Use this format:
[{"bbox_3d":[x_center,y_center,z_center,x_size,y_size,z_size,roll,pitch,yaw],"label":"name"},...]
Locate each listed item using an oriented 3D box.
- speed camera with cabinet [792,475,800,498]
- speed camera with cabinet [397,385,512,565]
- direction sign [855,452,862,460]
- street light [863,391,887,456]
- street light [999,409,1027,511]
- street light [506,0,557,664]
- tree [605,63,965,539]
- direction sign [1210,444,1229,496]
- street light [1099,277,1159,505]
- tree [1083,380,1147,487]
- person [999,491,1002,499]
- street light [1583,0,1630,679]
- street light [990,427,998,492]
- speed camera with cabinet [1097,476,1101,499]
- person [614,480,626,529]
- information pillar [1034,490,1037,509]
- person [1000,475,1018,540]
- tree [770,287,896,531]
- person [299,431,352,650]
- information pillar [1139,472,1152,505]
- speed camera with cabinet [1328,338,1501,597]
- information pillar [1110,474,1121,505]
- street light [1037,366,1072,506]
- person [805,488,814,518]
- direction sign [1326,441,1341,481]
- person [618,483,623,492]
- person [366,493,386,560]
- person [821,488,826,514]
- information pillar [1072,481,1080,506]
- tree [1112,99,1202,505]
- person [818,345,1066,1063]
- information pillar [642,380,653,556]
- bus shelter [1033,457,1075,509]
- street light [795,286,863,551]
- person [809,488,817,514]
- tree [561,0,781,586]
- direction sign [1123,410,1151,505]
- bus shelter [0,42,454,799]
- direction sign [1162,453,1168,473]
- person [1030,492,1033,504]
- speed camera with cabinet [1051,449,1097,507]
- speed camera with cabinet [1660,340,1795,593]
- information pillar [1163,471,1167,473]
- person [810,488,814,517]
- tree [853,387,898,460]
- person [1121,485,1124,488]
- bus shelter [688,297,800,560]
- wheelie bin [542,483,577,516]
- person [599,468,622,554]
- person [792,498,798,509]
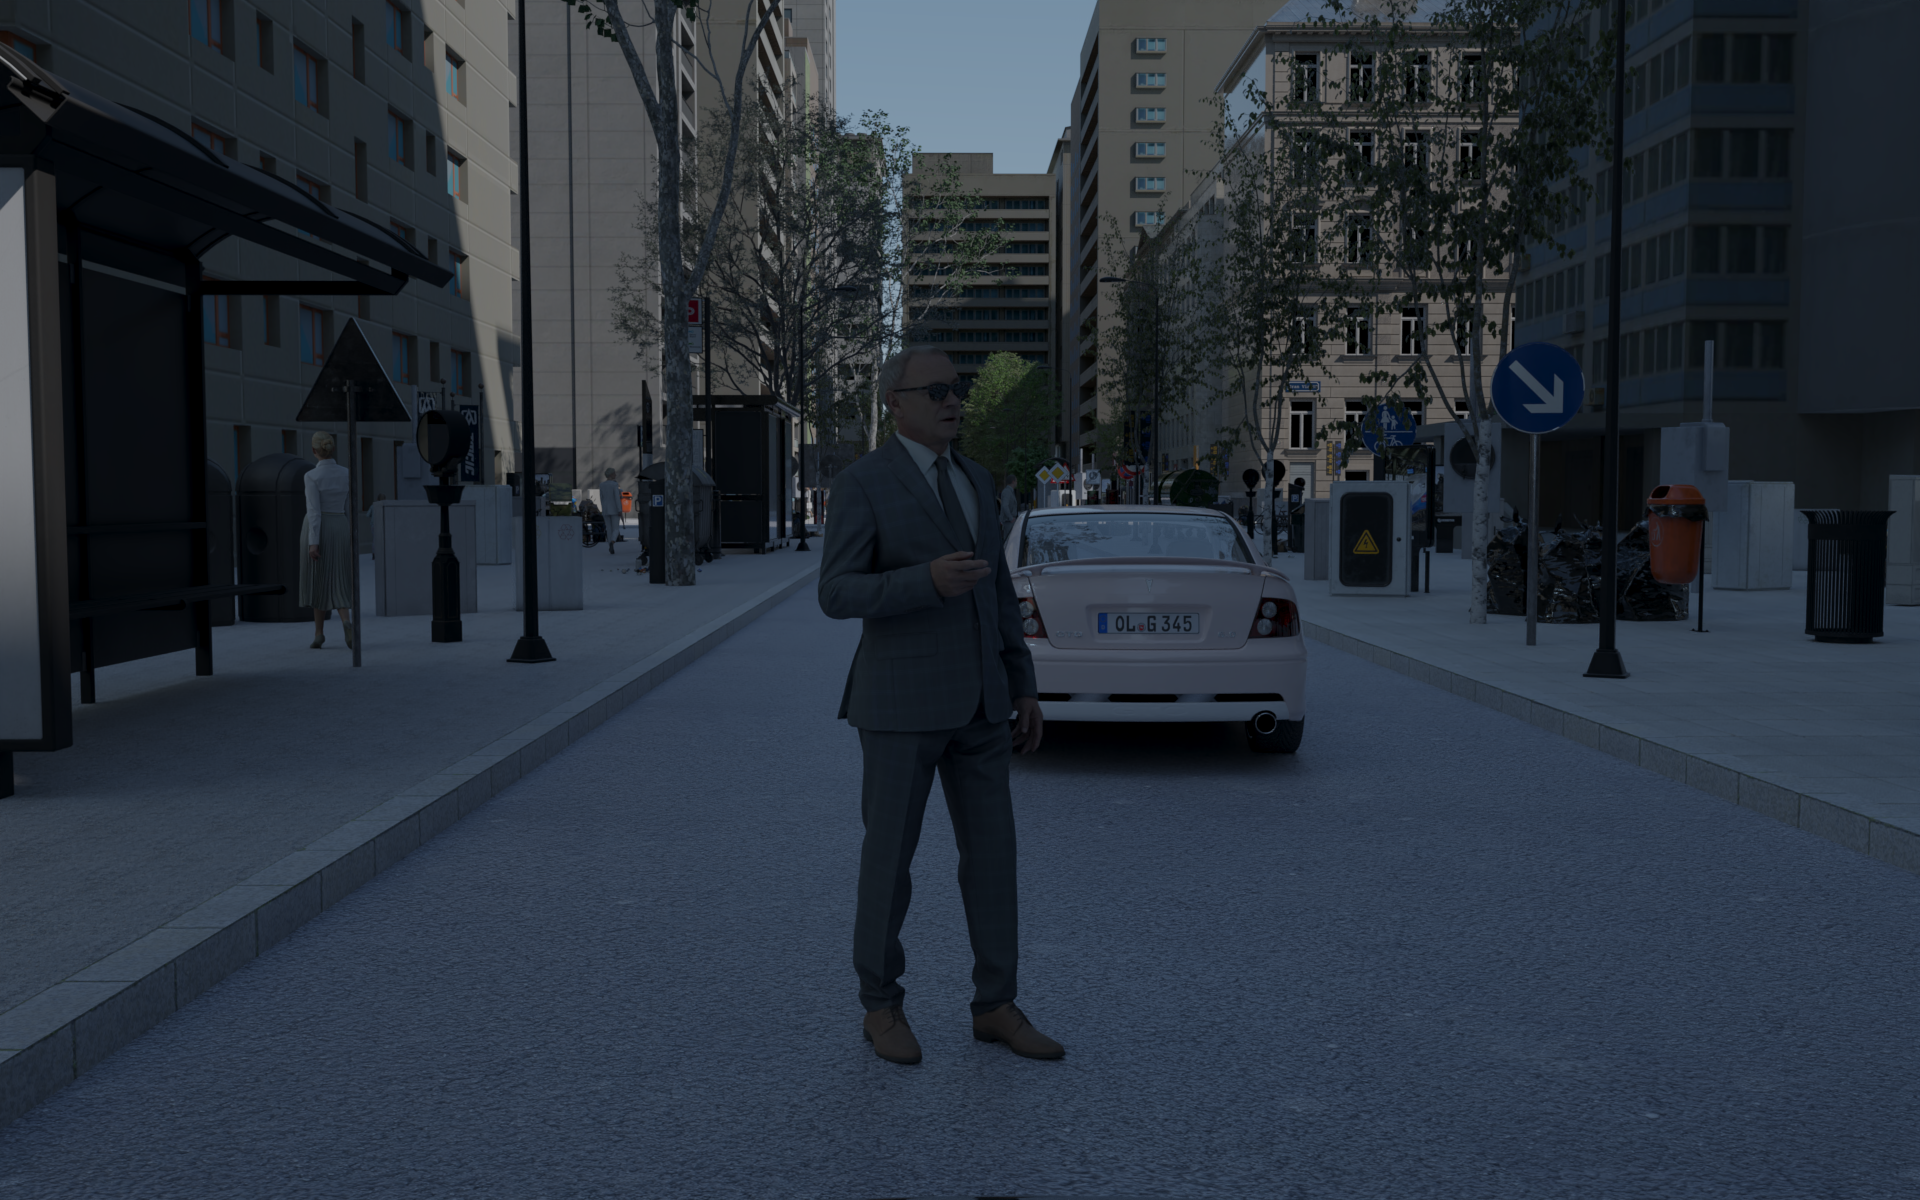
[{"bbox_3d":[-9.366,-6.109,94.223,0.660,3.252,2.038,3,4,37],"label":"speed camera with cabinet"},{"bbox_3d":[-9.190,-2.274,31.509,2.038,3.252,0.660,1,4,15],"label":"speed camera with cabinet"},{"bbox_3d":[-5.471,-6.221,93.711,0.379,3.537,0.876,-2,4,-33],"label":"direction sign"},{"bbox_3d":[-3.421,-6.007,70.749,1.470,5.913,1.316,0,4,-1],"label":"street light"},{"bbox_3d":[3.038,-7.453,94.390,1.470,5.913,1.316,0,4,-1],"label":"street light"},{"bbox_3d":[-2.744,-2.481,13.098,1.470,5.913,1.316,0,4,-1],"label":"street light"},{"bbox_3d":[-4.983,-8.509,49.500,12.009,13.543,11.850,0,3,0],"label":"tree"},{"bbox_3d":[11.704,-5.269,78.147,0.876,3.537,0.379,1,4,23],"label":"direction sign"},{"bbox_3d":[3.674,-3.953,37.167,1.470,5.913,1.316,0,4,-1],"label":"street light"},{"bbox_3d":[10.022,-9.701,108.967,4.737,8.622,4.395,0,3,0],"label":"tree"},{"bbox_3d":[4.951,-12.503,211.391,0.530,1.710,0.541,-3,4,-37],"label":"person"},{"bbox_3d":[4.010,-2.414,12.012,1.470,5.913,1.316,0,4,-1],"label":"street light"},{"bbox_3d":[2.749,-9.030,120.174,1.470,5.913,1.316,0,4,-1],"label":"street light"},{"bbox_3d":[5.862,-5.539,84.903,2.038,3.252,0.660,0,4,-3],"label":"speed camera with cabinet"},{"bbox_3d":[-12.483,-3.466,63.051,0.599,1.781,0.374,-1,4,-15],"label":"person"},{"bbox_3d":[4.707,-7.126,107.869,0.183,3.616,0.504,1,4,20],"label":"information pillar"},{"bbox_3d":[0.965,-1.538,33.739,0.391,1.810,0.635,-1,4,-9],"label":"person"},{"bbox_3d":[-4.719,-6.663,59.299,4.360,8.622,3.978,0,3,0],"label":"tree"},{"bbox_3d":[-5.166,-0.488,14.244,0.478,1.798,0.641,-3,5,-41],"label":"person"},{"bbox_3d":[6.097,-3.213,57.027,0.304,2.012,0.304,3,5,40],"label":"information pillar"},{"bbox_3d":[5.670,-1.666,21.583,2.038,3.252,0.660,1,4,17],"label":"speed camera with cabinet"},{"bbox_3d":[5.622,-3.556,62.626,0.304,2.012,0.304,2,4,26],"label":"information pillar"},{"bbox_3d":[3.469,-5.521,62.816,1.470,5.913,1.316,0,4,-1],"label":"street light"},{"bbox_3d":[-8.094,-5.277,92.674,0.624,1.780,0.694,-1,4,-12],"label":"person"},{"bbox_3d":[15.855,-4.988,73.543,0.876,3.537,0.379,-2,4,-35],"label":"direction sign"},{"bbox_3d":[-17.285,-4.994,87.724,0.581,1.822,0.654,1,4,20],"label":"person"},{"bbox_3d":[-11.348,-1.434,33.764,0.425,1.301,0.394,-1,4,-23],"label":"person"},{"bbox_3d":[-8.579,-6.297,109.672,0.598,1.740,0.731,-1,4,-18],"label":"person"},{"bbox_3d":[5.437,-4.703,81.390,0.304,2.012,0.304,-3,5,-40],"label":"information pillar"},{"bbox_3d":[5.546,-4.903,30.526,4.360,8.622,3.978,0,3,0],"label":"tree"},{"bbox_3d":[-0.020,0.264,4.358,0.661,1.801,0.590,-3,5,-41],"label":"person"},{"bbox_3d":[-6.456,-2.718,35.790,0.183,3.616,0.504,0,4,6],"label":"information pillar"},{"bbox_3d":[5.239,-6.337,97.529,2.014,3.302,5.546,0,4,-1],"label":"bus shelter"},{"bbox_3d":[-2.997,-4.054,38.821,1.470,5.913,1.316,0,4,-1],"label":"street light"},{"bbox_3d":[-8.257,-5.588,97.582,0.473,1.802,0.592,-3,4,-38],"label":"person"},{"bbox_3d":[-4.607,-10.186,22.424,12.611,20.169,13.585,0,3,0],"label":"tree"},{"bbox_3d":[4.817,-3.369,47.078,0.876,3.537,0.379,-2,4,-28],"label":"direction sign"},{"bbox_3d":[-4.593,-0.966,9.711,2.014,3.302,5.546,0,4,-1],"label":"bus shelter"},{"bbox_3d":[11.448,-6.404,96.701,0.379,3.537,0.876,-1,4,-15],"label":"direction sign"},{"bbox_3d":[8.653,-12.427,208.857,0.705,1.869,1.348,0,4,-1],"label":"person"},{"bbox_3d":[4.873,-4.943,75.152,2.038,3.252,0.660,-3,5,-39],"label":"speed camera with cabinet"},{"bbox_3d":[10.165,-1.748,22.911,2.038,3.252,0.660,-2,4,-29],"label":"speed camera with cabinet"},{"bbox_3d":[6.624,-3.081,54.866,0.304,2.012,0.304,-2,4,-26],"label":"information pillar"},{"bbox_3d":[-8.130,-5.491,96.249,0.576,1.772,0.534,-1,4,-11],"label":"person"},{"bbox_3d":[-4.720,-11.902,129.007,7.601,10.594,8.767,0,4,-1],"label":"tree"},{"bbox_3d":[9.766,-5.982,103.723,0.818,1.842,0.514,-1,4,-16],"label":"person"},{"bbox_3d":[-4.928,-3.691,37.986,2.179,5.291,8.768,0,4,0],"label":"bus shelter"},{"bbox_3d":[-11.608,-2.586,50.188,0.980,1.594,0.693,-1,4,-16],"label":"wheelie bin"},{"bbox_3d":[-7.427,-1.888,36.785,0.514,1.842,0.818,0,4,2],"label":"person"},{"bbox_3d":[-9.341,-5.569,96.953,0.638,1.841,0.748,1,4,20],"label":"person"}]
